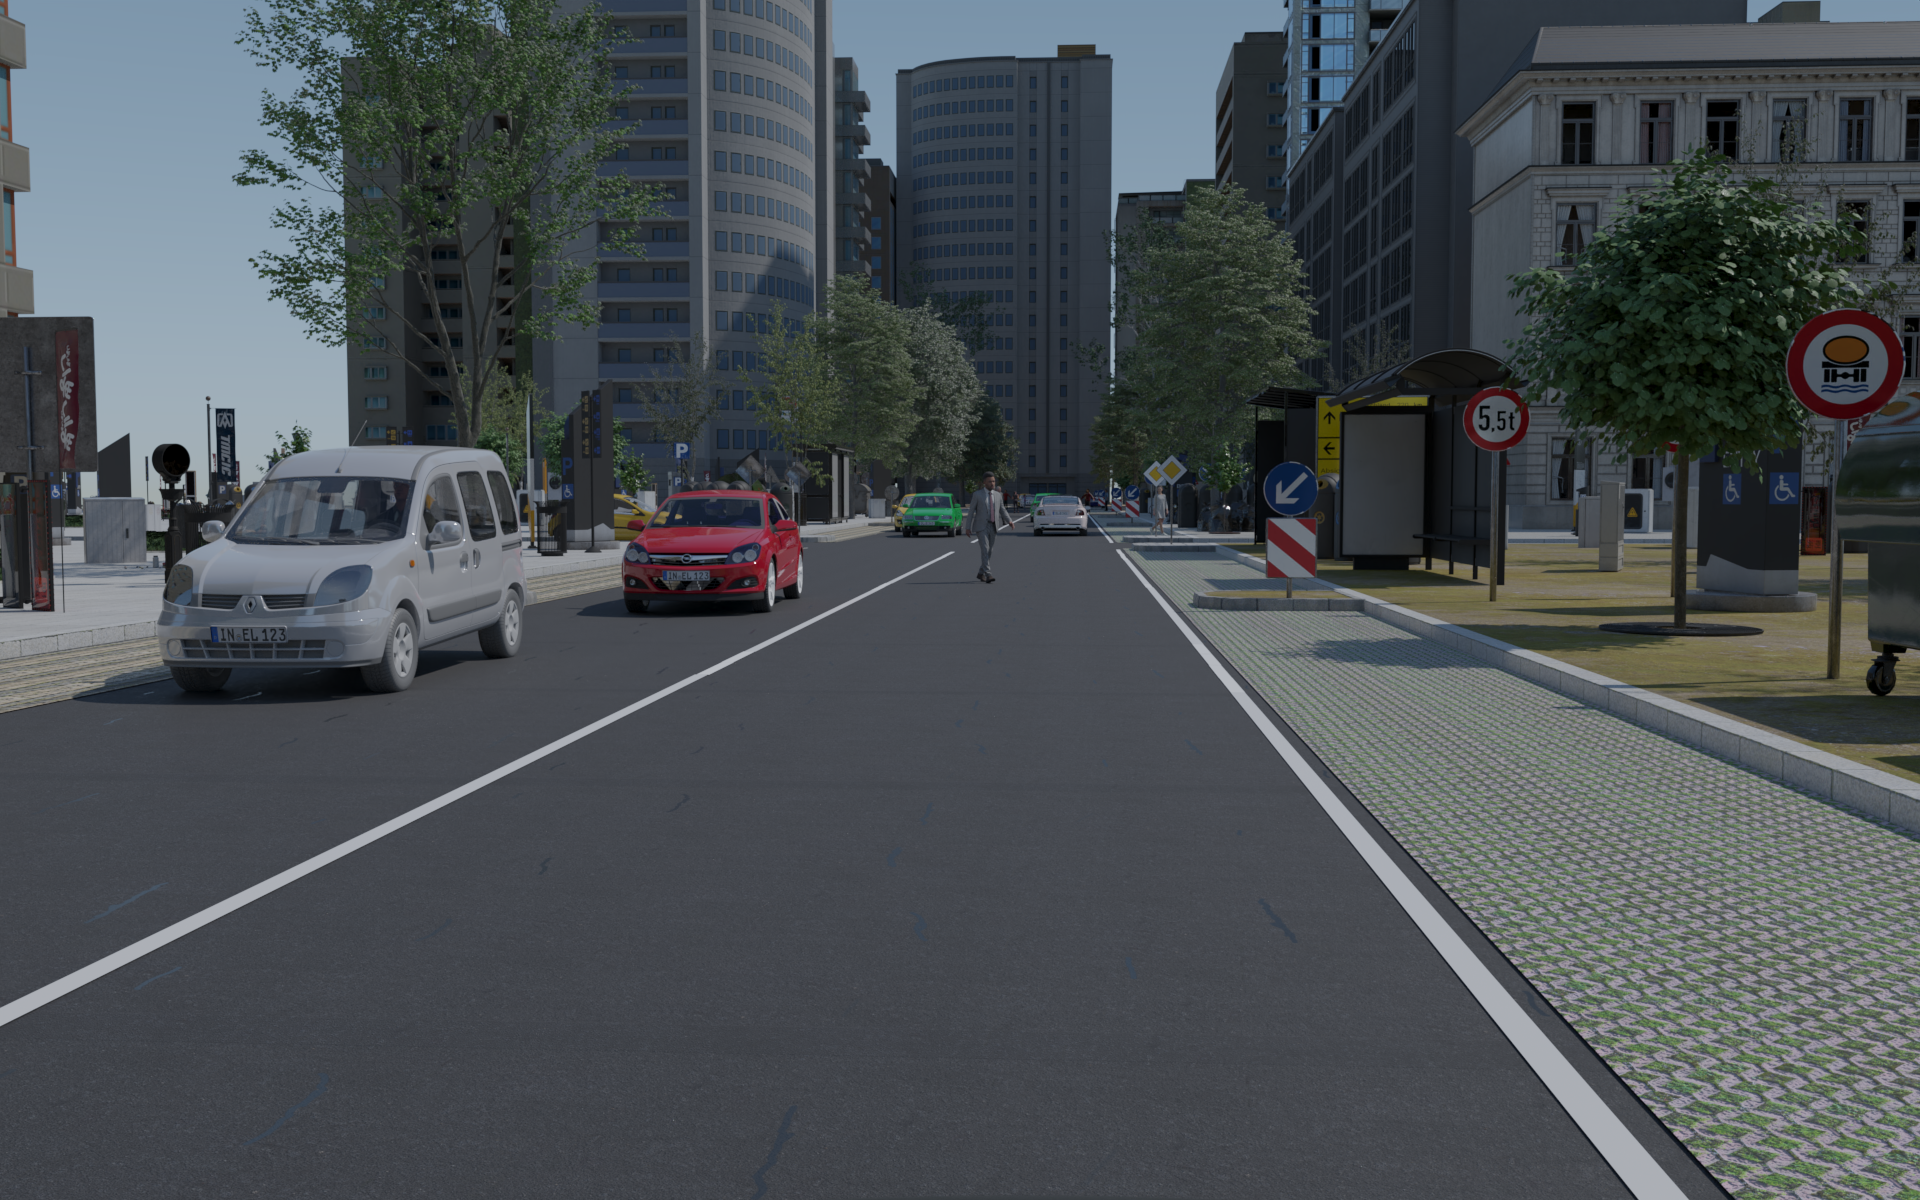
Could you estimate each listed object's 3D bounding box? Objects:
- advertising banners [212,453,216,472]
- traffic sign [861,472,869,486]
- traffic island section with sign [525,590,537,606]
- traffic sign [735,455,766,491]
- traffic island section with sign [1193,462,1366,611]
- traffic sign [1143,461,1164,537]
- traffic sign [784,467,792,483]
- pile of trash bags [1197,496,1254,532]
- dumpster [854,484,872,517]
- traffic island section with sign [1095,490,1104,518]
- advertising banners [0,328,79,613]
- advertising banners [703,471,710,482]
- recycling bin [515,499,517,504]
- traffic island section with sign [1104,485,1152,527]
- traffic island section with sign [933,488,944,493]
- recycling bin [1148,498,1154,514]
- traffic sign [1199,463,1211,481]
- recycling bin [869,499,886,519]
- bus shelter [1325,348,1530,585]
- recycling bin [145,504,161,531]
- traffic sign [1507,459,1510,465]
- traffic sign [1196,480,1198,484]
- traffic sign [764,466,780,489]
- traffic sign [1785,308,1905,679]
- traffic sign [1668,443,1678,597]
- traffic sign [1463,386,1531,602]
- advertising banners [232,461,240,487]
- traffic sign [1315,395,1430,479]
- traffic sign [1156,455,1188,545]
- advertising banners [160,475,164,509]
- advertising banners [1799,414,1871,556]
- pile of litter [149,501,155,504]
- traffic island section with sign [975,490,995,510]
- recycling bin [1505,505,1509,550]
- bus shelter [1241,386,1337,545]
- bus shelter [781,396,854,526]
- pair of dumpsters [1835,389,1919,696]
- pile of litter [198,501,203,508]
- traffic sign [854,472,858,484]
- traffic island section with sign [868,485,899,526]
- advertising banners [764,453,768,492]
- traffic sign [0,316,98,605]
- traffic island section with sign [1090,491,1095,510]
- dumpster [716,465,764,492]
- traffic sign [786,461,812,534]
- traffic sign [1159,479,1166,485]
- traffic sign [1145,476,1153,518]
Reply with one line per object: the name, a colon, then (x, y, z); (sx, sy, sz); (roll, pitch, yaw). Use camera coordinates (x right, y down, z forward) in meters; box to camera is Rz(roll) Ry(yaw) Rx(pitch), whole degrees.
advertising banners: (-32.062, -4.824, 75.056); (0.090, 3.025, 2.074); (0, 4, -7)
traffic sign: (-5.396, -6.166, 100.927); (0.768, 2.556, 0.104); (0, 4, 8)
traffic island section with sign: (-6.543, -0.829, 22.177); (1.989, 1.847, 2.006); (0, 4, 4)
traffic sign: (-5.398, -2.511, 44.692); (0.795, 2.450, 0.064); (0, 4, 4)
traffic island section with sign: (3.998, -0.818, 22.004); (1.989, 1.847, 2.006); (0, 4, 4)
traffic sign: (5.884, -2.955, 51.952); (0.795, 2.450, 0.064); (0, 4, 4)
traffic sign: (-7.803, -4.922, 80.588); (0.768, 2.556, 0.104); (0, 4, 4)
pile of trash bags: (9.865, -3.011, 58.981); (3.447, 1.369, 1.912); (0, 4, -2)
dumpster: (-5.589, -5.490, 95.527); (1.264, 1.857, 1.865); (0, 4, 4)
traffic island section with sign: (9.234, -5.812, 103.659); (1.989, 1.847, 2.006); (0, 4, 4)
advertising banners: (-10.081, -1.391, 18.932); (2.074, 3.025, 0.090); (3, 4, 39)
advertising banners: (-18.074, -8.128, 129.075); (2.074, 3.025, 0.090); (0, 4, -6)
recycling bin: (-21.918, -4.464, 85.547); (0.722, 1.027, 0.722); (-1, 4, -14)
traffic island section with sign: (7.502, -4.167, 76.759); (1.989, 1.847, 2.006); (0, 4, 4)
traffic island section with sign: (-1.264, -5.852, 104.302); (1.989, 1.847, 2.006); (0, 4, 4)
recycling bin: (12.837, -6.207, 114.039); (0.722, 1.027, 0.722); (2, 4, 29)
traffic sign: (10.330, -4.406, 72.146); (0.768, 2.556, 0.104); (0, 4, 7)
recycling bin: (-4.365, -4.807, 91.149); (0.722, 1.027, 0.722); (-2, 4, -24)
bus shelter: (7.047, -2.008, 26.755); (2.014, 3.302, 5.546); (0, 4, 4)
recycling bin: (-20.086, -1.828, 42.444); (0.722, 1.027, 0.722); (0, 4, 2)
traffic sign: (9.696, -1.957, 32.006); (0.884, 2.594, 0.081); (0, 4, 7)
traffic sign: (12.715, -5.843, 95.540); (0.884, 2.594, 0.081); (1, 4, 9)
traffic sign: (-8.688, -4.857, 79.417); (0.884, 2.594, 0.081); (1, 4, 13)
traffic sign: (6.070, -0.725, 11.961); (0.768, 2.556, 0.104); (1, 4, 9)
traffic sign: (8.880, -1.306, 21.466); (0.768, 2.556, 0.104); (1, 4, 12)
traffic sign: (6.367, -1.254, 20.614); (0.768, 2.556, 0.104); (1, 4, 13)
advertising banners: (-37.220, -5.792, 90.892); (2.074, 3.025, 0.090); (-1, 4, -11)
traffic sign: (8.483, -2.558, 35.703); (2.265, 3.308, 0.079); (1, 4, 12)
traffic sign: (5.373, -2.467, 43.983); (0.795, 2.450, 0.064); (0, 4, 4)
advertising banners: (-54.823, -7.522, 119.168); (0.090, 3.025, 2.074); (-1, 4, -11)
advertising banners: (17.800, -2.442, 36.110); (2.074, 3.025, 0.090); (2, 4, 30)
pile of litter: (-52.284, -5.969, 111.564); (1.719, 0.858, 1.176); (-3, 5, -42)
traffic island section with sign: (1.939, -8.907, 154.254); (1.989, 1.847, 2.006); (0, 4, 4)
recycling bin: (12.220, -1.688, 40.157); (0.722, 1.027, 0.722); (-1, 4, -11)
bus shelter: (7.763, -3.027, 40.769); (1.731, 3.624, 6.357); (0, 4, 4)
bus shelter: (-6.094, -5.856, 73.379); (2.179, 5.291, 8.768); (0, 4, 4)
pair of dumpsters: (6.261, -0.393, 8.912); (1.574, 2.255, 4.437); (0, 4, 4)
pile of litter: (-46.792, -5.634, 106.082); (1.719, 0.858, 1.176); (2, 4, 28)
traffic sign: (-6.170, -5.998, 98.171); (0.768, 2.556, 0.104); (1, 4, 12)
traffic island section with sign: (-3.010, -4.197, 77.257); (1.989, 1.847, 2.006); (0, 4, 4)
advertising banners: (-8.085, -4.659, 72.361); (0.090, 3.025, 2.074); (-1, 4, -8)
traffic sign: (-11.035, -1.596, 19.967); (2.265, 3.308, 0.079); (0, 4, 5)
traffic island section with sign: (12.435, -8.865, 153.574); (1.989, 1.847, 2.006); (0, 4, 4)
dumpster: (-7.537, -3.436, 58.669); (1.502, 2.255, 1.985); (0, 4, 4)
traffic sign: (-4.887, -2.998, 52.661); (0.795, 2.450, 0.064); (0, 4, 4)
traffic sign: (9.998, -5.166, 86.598); (0.606, 2.300, 0.079); (1, 4, 13)
traffic sign: (10.265, -5.664, 92.708); (0.768, 2.556, 0.104); (1, 4, 13)
